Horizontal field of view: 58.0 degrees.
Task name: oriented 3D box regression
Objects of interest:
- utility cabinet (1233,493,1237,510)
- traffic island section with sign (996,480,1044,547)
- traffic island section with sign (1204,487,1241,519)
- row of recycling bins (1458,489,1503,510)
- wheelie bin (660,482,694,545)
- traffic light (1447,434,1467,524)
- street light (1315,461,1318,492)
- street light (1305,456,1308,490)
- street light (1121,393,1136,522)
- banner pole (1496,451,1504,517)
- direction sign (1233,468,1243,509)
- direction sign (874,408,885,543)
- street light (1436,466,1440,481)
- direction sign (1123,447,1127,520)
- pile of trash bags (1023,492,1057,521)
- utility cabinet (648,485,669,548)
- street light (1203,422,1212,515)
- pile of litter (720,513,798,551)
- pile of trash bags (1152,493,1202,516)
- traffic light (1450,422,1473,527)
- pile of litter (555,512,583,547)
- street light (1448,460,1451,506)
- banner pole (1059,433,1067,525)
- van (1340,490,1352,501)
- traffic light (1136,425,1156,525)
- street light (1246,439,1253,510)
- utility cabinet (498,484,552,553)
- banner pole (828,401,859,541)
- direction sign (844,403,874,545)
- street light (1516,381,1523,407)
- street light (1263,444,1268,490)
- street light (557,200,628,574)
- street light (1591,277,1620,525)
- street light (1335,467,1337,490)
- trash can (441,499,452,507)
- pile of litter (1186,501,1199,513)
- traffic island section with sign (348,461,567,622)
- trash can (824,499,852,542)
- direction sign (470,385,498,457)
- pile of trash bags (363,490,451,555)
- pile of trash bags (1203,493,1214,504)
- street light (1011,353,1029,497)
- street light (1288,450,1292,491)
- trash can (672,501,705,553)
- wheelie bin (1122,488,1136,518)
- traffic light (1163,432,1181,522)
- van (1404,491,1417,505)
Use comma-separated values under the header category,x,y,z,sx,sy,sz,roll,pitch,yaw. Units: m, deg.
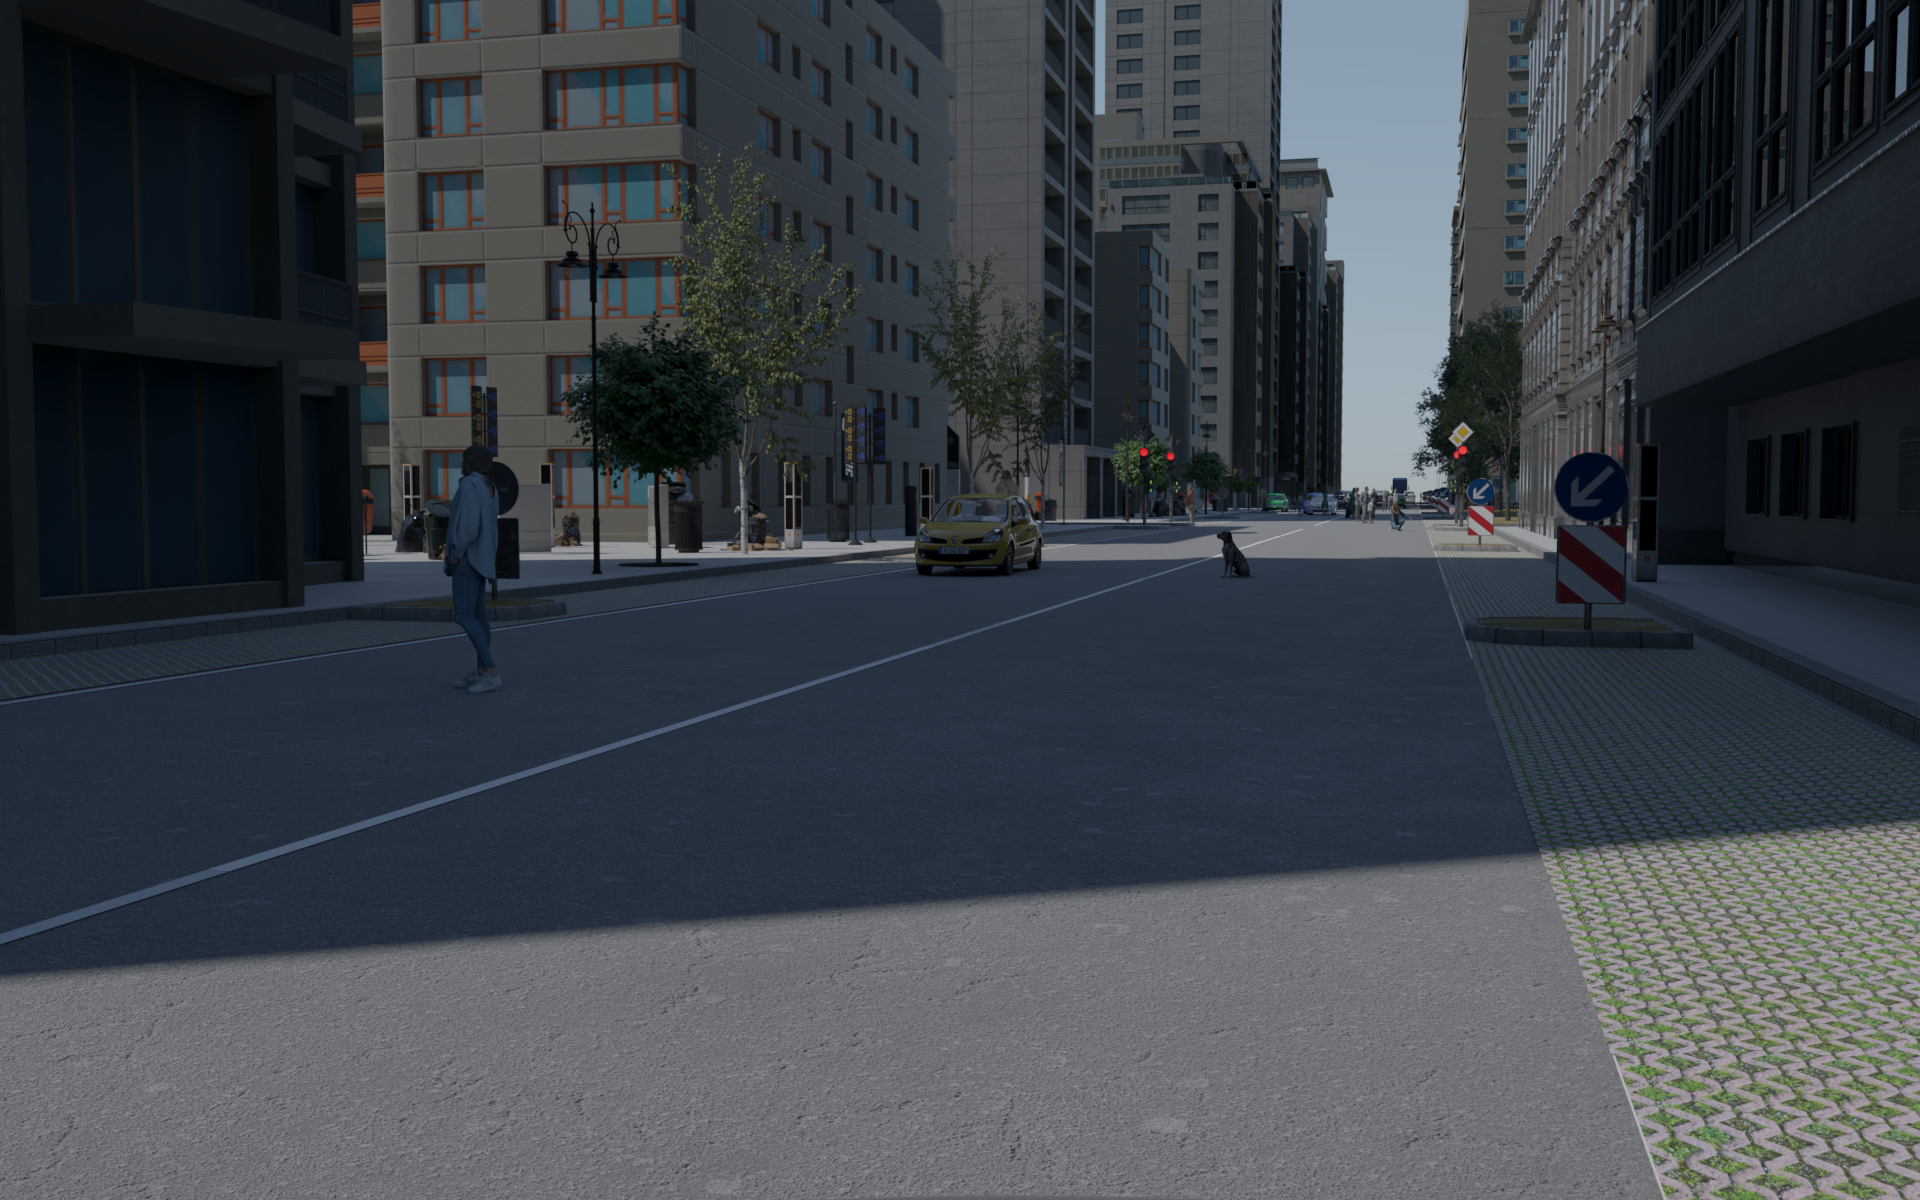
category,x,y,z,sx,sy,sz,roll,pitch,yaw
utility cabinet,22.226,-8.031,139.989,0.318,1.500,1.173,1,4,9
traffic island section with sign,1.206,-2.330,46.716,1.989,1.847,2.006,1,4,15
traffic island section with sign,15.203,-5.594,100.084,1.989,1.847,2.006,1,4,15
row of recycling bins,41.067,-7.926,136.695,3.534,1.692,1.069,2,4,26
wheelie bin,-7.263,-2.213,44.096,0.980,1.594,0.693,-1,4,-18
traffic light,21.596,-5.282,75.287,0.839,4.253,0.868,1,4,15
street light,48.117,-15.957,233.676,0.468,5.910,1.993,1,4,15
street light,42.227,-14.582,211.197,0.468,5.910,1.993,1,4,15
street light,7.686,-6.513,79.278,0.468,5.910,1.993,1,4,15
banner pole,30.527,-6.581,97.613,0.401,3.779,0.863,0,4,4
direction sign,23.932,-9.617,149.229,0.876,3.537,0.379,2,4,27
direction sign,-2.368,-3.278,45.589,0.876,3.537,0.379,-2,4,-27
street light,83.070,-20.111,301.597,0.468,5.910,1.993,1,4,15
direction sign,8.092,-5.643,84.263,0.379,3.537,0.876,0,4,1
pile of trash bags,3.688,-4.447,82.463,1.912,1.369,3.447,0,4,-3
utility cabinet,-7.210,-1.996,41.314,0.318,1.500,1.173,-1,4,-20
street light,15.400,-8.277,108.124,0.468,5.910,1.993,1,4,15
pile of litter,-4.557,-1.557,39.425,1.719,0.858,1.176,0,4,6
pile of trash bags,12.700,-5.696,102.886,1.912,1.369,3.447,2,4,28
traffic light,19.571,-4.810,67.562,0.839,4.253,0.868,1,4,15
pile of litter,-9.881,-1.768,42.866,1.176,0.858,1.719,0,4,1
street light,54.297,-13.421,192.226,0.468,5.910,1.993,1,4,15
banner pole,4.186,-4.949,70.925,0.401,3.779,0.863,1,4,23
van,41.700,-10.988,186.668,2.013,2.044,4.112,1,4,15
traffic light,7.560,-5.001,70.682,0.839,4.253,0.868,1,4,15
street light,22.847,-10.049,137.088,0.468,5.910,1.993,1,4,15
utility cabinet,-9.459,-1.761,37.464,1.173,1.500,0.318,-3,4,-37
banner pole,-3.148,-3.476,46.853,0.863,3.779,0.401,1,4,10
direction sign,-2.631,-3.151,43.513,0.379,3.537,0.876,-3,5,-39
street light,21.518,-5.716,66.239,0.468,5.910,1.993,1,4,15
street light,27.041,-11.037,153.237,0.468,5.910,1.993,1,4,15
street light,-5.824,-3.353,27.603,0.468,5.910,1.993,1,4,15
street light,13.793,-3.935,37.127,0.468,5.910,1.993,1,4,15
street light,63.331,-19.491,291.460,0.468,5.910,1.993,1,4,15
trash can,-13.406,-2.071,45.520,0.748,1.137,0.748,0,3,0
pile of litter,15.723,-6.464,119.652,1.176,0.858,1.719,-3,4,-38
traffic island section with sign,-5.728,-0.711,20.253,1.989,1.847,2.006,1,4,15
trash can,-3.260,-2.119,46.297,0.748,1.137,0.748,0,3,0
direction sign,-10.004,-2.721,36.491,0.379,3.537,0.876,1,4,20
pile of trash bags,-11.713,-1.718,37.841,3.447,1.369,1.912,-3,5,-42
pile of trash bags,19.943,-8.300,145.453,3.447,1.369,1.912,3,5,40
street light,1.902,-5.147,56.948,0.468,5.910,1.993,1,4,15
street light,34.645,-12.810,182.234,0.468,5.910,1.993,1,4,15
trash can,-5.931,-1.602,37.849,0.748,1.137,0.748,0,3,0
wheelie bin,9.180,-5.289,94.378,0.693,1.594,0.980,-1,4,-12
traffic light,9.585,-5.473,78.408,0.839,4.253,0.868,1,4,15
van,60.851,-13.927,234.713,2.013,2.044,4.112,1,4,13
